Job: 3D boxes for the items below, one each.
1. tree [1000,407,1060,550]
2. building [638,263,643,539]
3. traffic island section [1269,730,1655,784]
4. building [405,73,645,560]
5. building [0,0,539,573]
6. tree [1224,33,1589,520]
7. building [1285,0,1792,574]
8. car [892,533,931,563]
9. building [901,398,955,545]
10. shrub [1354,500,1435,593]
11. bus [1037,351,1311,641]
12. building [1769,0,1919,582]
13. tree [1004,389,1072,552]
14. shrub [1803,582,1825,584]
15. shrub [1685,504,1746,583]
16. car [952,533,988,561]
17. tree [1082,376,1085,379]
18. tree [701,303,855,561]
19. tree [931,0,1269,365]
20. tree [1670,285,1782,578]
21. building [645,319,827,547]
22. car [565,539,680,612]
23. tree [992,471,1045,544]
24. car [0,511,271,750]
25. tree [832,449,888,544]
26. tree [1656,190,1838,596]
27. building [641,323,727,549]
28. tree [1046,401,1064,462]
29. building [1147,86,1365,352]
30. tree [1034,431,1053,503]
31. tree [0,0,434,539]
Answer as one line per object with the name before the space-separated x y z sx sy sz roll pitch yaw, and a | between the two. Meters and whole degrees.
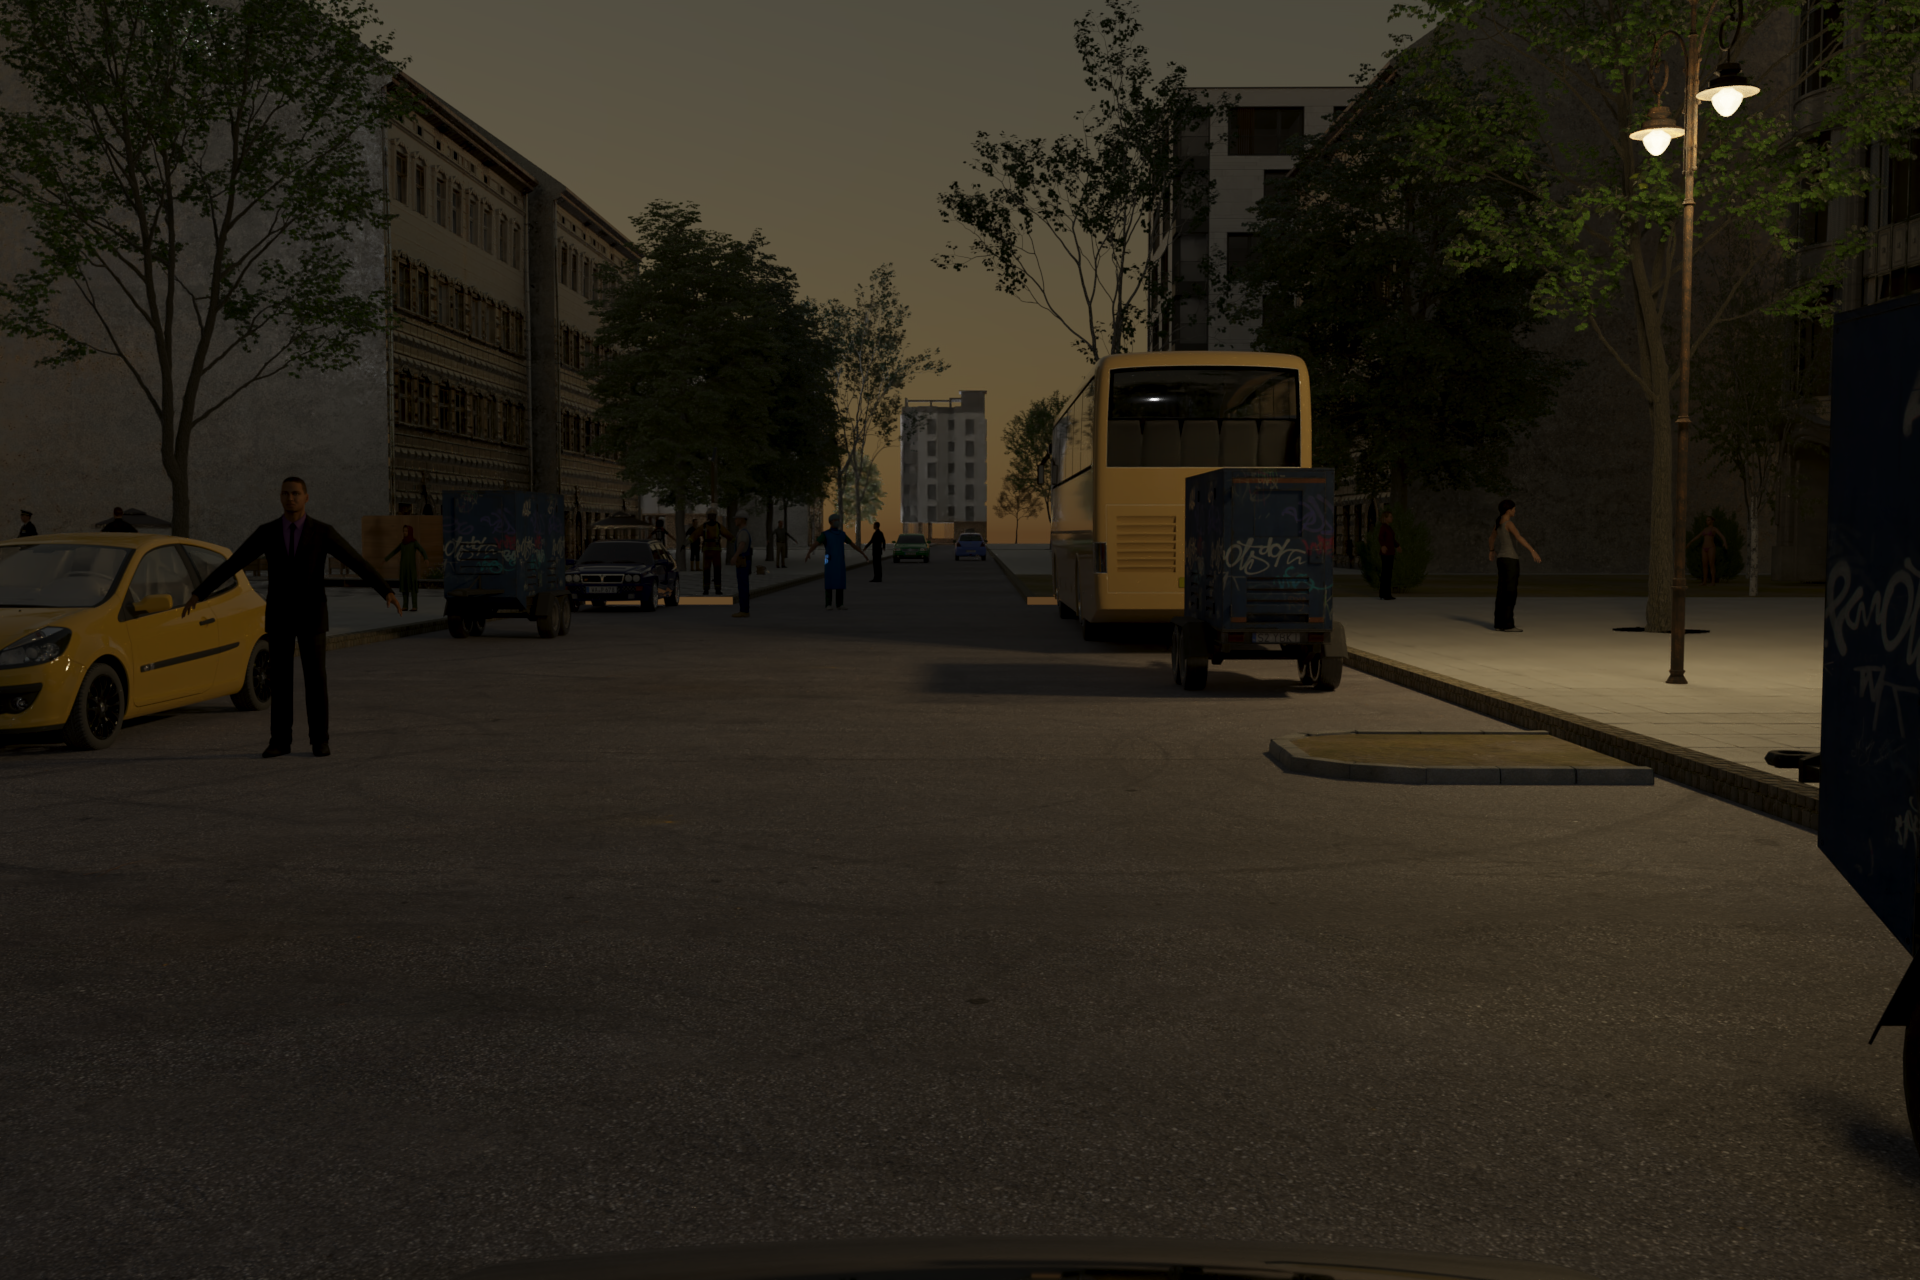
tree | 7.282 -13.039 138.935 9.928 11.665 9.643 0 3 0
building | -26.506 -15.137 103.918 16.016 20.090 11.380 0 4 1
traffic island section | 3.006 0.730 10.930 1.991 0.108 1.994 0 4 1
building | -26.766 -15.523 84.734 19.493 23.208 18.063 0 4 1
building | -27.877 -14.352 65.591 19.493 23.208 18.063 0 4 1
tree | 11.743 -8.525 46.043 9.857 13.997 8.962 0 3 0
building | 23.461 -14.286 64.512 19.493 23.208 18.063 0 3 0
car | -2.434 -4.793 87.168 1.959 1.807 4.718 0 4 0
building | -7.462 -22.785 231.415 11.380 20.090 16.016 0 4 -6
shrub | 9.419 -2.027 37.566 1.690 2.028 1.600 0 3 0
bus | 2.843 -2.112 26.079 2.896 3.916 12.252 0 4 0
building | 26.687 -12.833 26.478 14.369 24.946 33.146 0 4 1
tree | 7.101 -12.072 123.135 9.928 11.665 9.643 0 3 0
shrub | 22.326 -2.508 45.052 1.661 2.075 1.752 0 3 0
shrub | 19.873 -2.542 45.610 1.661 2.075 1.752 0 3 0
car | 0.559 -5.184 94.344 1.945 1.707 3.694 0 4 -1
tree | 6.962 -7.631 75.125 4.737 8.622 4.395 0 3 0
tree | -8.633 -10.004 81.700 7.486 12.596 7.792 0 3 0
tree | 4.962 -12.714 63.769 12.611 20.169 13.585 0 3 0
tree | 22.654 -6.081 49.781 4.737 8.622 4.395 0 3 0
building | -24.281 -21.374 180.399 19.493 23.208 18.063 0 4 0
car | -6.478 -1.263 33.222 1.945 1.354 3.894 0 3 0
tree | 7.867 -18.200 231.985 7.601 10.594 8.767 0 4 -1
car | -6.509 -0.151 12.696 2.015 1.641 3.980 0 4 1
tree | -13.343 -19.109 230.553 7.486 12.596 7.792 0 3 0
tree | 16.635 -5.228 35.840 4.360 8.622 3.978 0 3 0
building | -26.896 -18.229 154.467 16.016 20.090 11.380 0 4 0
tree | 5.927 -8.596 90.913 4.360 8.622 3.978 0 3 0
building | 24.051 -15.394 95.665 27.936 21.610 32.646 0 4 1
tree | 6.899 -9.627 107.764 4.737 8.622 4.395 0 3 0
tree | -12.180 -6.180 26.807 9.928 11.665 9.643 0 3 0
